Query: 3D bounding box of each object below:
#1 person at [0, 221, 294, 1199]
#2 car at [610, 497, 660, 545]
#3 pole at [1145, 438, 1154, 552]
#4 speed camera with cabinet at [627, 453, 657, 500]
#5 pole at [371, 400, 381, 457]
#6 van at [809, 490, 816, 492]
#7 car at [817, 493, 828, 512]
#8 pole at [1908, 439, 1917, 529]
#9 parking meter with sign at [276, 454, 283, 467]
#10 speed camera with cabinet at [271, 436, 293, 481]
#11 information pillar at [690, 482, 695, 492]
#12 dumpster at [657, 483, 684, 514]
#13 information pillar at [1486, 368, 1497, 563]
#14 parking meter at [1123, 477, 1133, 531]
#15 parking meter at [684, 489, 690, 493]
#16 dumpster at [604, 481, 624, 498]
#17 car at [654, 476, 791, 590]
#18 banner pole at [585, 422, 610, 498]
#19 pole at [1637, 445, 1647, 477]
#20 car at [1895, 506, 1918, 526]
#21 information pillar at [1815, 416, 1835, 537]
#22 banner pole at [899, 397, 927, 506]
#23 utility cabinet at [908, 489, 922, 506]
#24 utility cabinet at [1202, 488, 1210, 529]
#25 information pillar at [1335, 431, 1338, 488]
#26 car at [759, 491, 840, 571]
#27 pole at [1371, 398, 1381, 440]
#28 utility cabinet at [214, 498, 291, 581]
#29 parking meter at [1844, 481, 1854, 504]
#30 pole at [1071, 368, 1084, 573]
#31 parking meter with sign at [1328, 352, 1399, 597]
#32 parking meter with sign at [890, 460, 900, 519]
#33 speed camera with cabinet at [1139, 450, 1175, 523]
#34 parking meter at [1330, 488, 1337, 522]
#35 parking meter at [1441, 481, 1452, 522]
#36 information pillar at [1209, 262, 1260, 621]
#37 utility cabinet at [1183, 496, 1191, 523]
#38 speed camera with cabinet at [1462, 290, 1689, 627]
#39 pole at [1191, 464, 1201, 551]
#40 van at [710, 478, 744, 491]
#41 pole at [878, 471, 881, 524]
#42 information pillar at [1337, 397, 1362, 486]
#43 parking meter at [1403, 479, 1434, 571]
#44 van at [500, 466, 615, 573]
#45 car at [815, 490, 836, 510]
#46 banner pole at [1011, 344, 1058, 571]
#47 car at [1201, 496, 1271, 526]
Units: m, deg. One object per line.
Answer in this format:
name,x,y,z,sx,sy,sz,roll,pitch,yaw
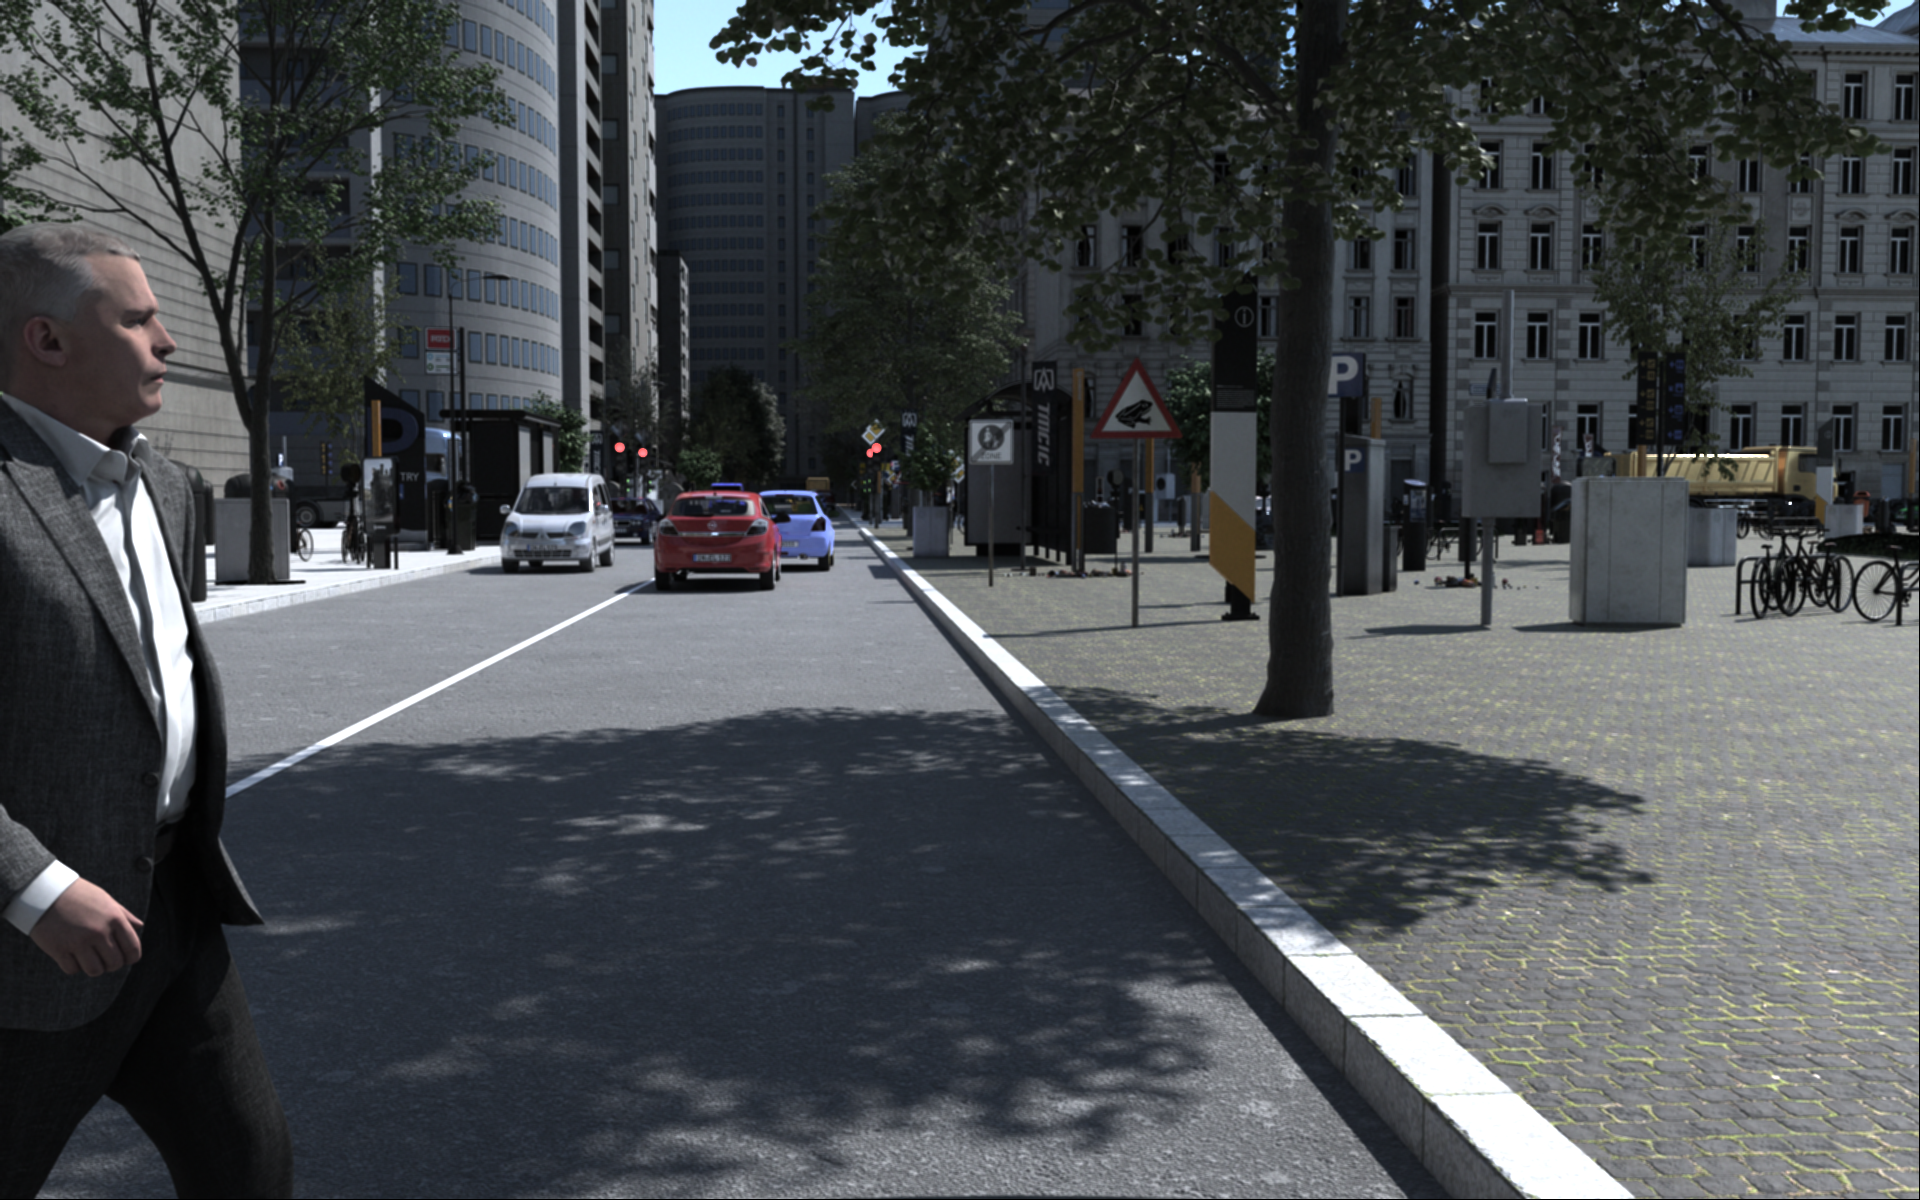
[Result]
person,-1.099,0.404,2.297,0.834,1.777,0.661,0,4,-1
car,-9.605,-2.280,49.858,1.945,1.354,3.894,0,4,-2
pole,4.162,-2.704,38.046,0.158,3.312,0.155,0,3,0
speed camera with cabinet,-15.455,-5.485,84.011,0.660,3.252,2.038,1,4,18
pole,-12.683,-2.682,37.699,0.158,3.312,0.155,0,3,0
van,-14.148,-9.943,169.584,2.013,2.044,4.112,0,4,-5
car,-11.600,-7.940,139.416,1.945,1.707,3.694,0,4,-4
pole,35.118,-4.284,63.891,0.158,3.312,0.155,0,3,0
parking meter with sign,-30.103,-4.794,74.647,1.738,3.016,0.543,0,4,0
speed camera with cabinet,-23.790,-3.988,59.542,2.038,3.252,0.660,2,4,34
information pillar,-16.052,-6.066,103.674,0.304,2.012,0.304,-2,4,-34
dumpster,-14.683,-5.025,87.909,1.264,1.857,1.865,0,4,-5
information pillar,9.789,-2.484,31.972,0.183,3.616,0.504,2,4,28
parking meter,5.930,-3.356,60.584,0.399,1.863,0.255,-1,4,-22
parking meter,-15.717,-5.758,99.854,0.255,1.863,0.399,1,4,12
dumpster,-15.496,-4.308,76.187,1.264,1.857,1.865,0,4,-4
car,-3.764,-1.118,27.327,2.155,1.783,4.494,0,4,-4
banner pole,-12.367,-4.268,59.807,0.863,3.779,0.401,-1,4,-18
pole,16.385,-2.923,41.642,0.158,3.312,0.155,0,3,0
car,41.484,-3.880,72.229,4.718,1.807,1.959,0,4,-4
information pillar,26.069,-3.720,52.174,0.183,3.616,0.504,-3,5,-41
banner pole,-1.143,-3.339,44.613,0.863,3.779,0.401,-1,4,-17
utility cabinet,-2.138,-4.554,83.138,0.318,1.500,1.173,-1,4,-22
utility cabinet,9.293,-3.277,62.263,1.173,1.500,0.318,0,4,6
information pillar,14.008,-4.459,64.257,0.183,3.616,0.504,0,4,-2
car,-3.311,-1.463,33.518,1.945,1.707,3.694,0,4,-3
pole,8.818,-2.626,36.776,0.158,3.312,0.155,0,3,0
utility cabinet,-10.546,-0.897,25.823,1.020,1.237,0.306,-1,4,-17
parking meter,41.124,-4.554,80.166,0.255,1.863,0.399,0,4,-2
pole,1.920,-2.103,28.224,0.158,3.312,0.155,0,3,0
parking meter with sign,5.165,-1.586,22.186,0.543,3.016,1.738,2,4,31
parking meter with sign,-3.295,-5.627,88.264,0.543,3.016,1.738,0,4,-1
speed camera with cabinet,8.694,-5.081,77.403,0.660,3.252,2.038,-3,4,-38
parking meter,13.111,-3.190,60.574,0.372,1.533,0.369,0,3,0
parking meter,21.450,-4.323,76.389,0.255,1.863,0.399,-2,4,-27
information pillar,2.783,-1.602,17.545,0.504,3.616,0.183,-1,4,-15
utility cabinet,10.065,-3.965,75.991,0.306,1.237,1.020,2,4,25
speed camera with cabinet,6.019,-1.386,16.989,2.038,3.252,0.660,0,4,7
pole,5.277,-2.744,38.707,0.158,3.312,0.155,0,3,0
van,-12.828,-5.565,95.377,2.240,2.365,5.245,0,4,-6
pole,-3.476,-4.926,74.387,0.158,3.312,0.155,0,3,0
information pillar,6.972,-2.410,30.757,0.183,3.616,0.504,-1,4,-20
parking meter,7.608,-1.258,28.980,0.372,1.533,0.369,0,3,0
van,-7.623,-1.589,32.988,2.013,2.044,4.112,0,4,-4
car,-12.260,-9.002,155.851,2.281,1.827,5.304,0,4,-5
banner pole,1.255,-2.372,28.807,0.863,3.779,0.401,2,4,30
car,12.047,-3.502,69.611,4.827,1.381,2.083,0,4,-5
